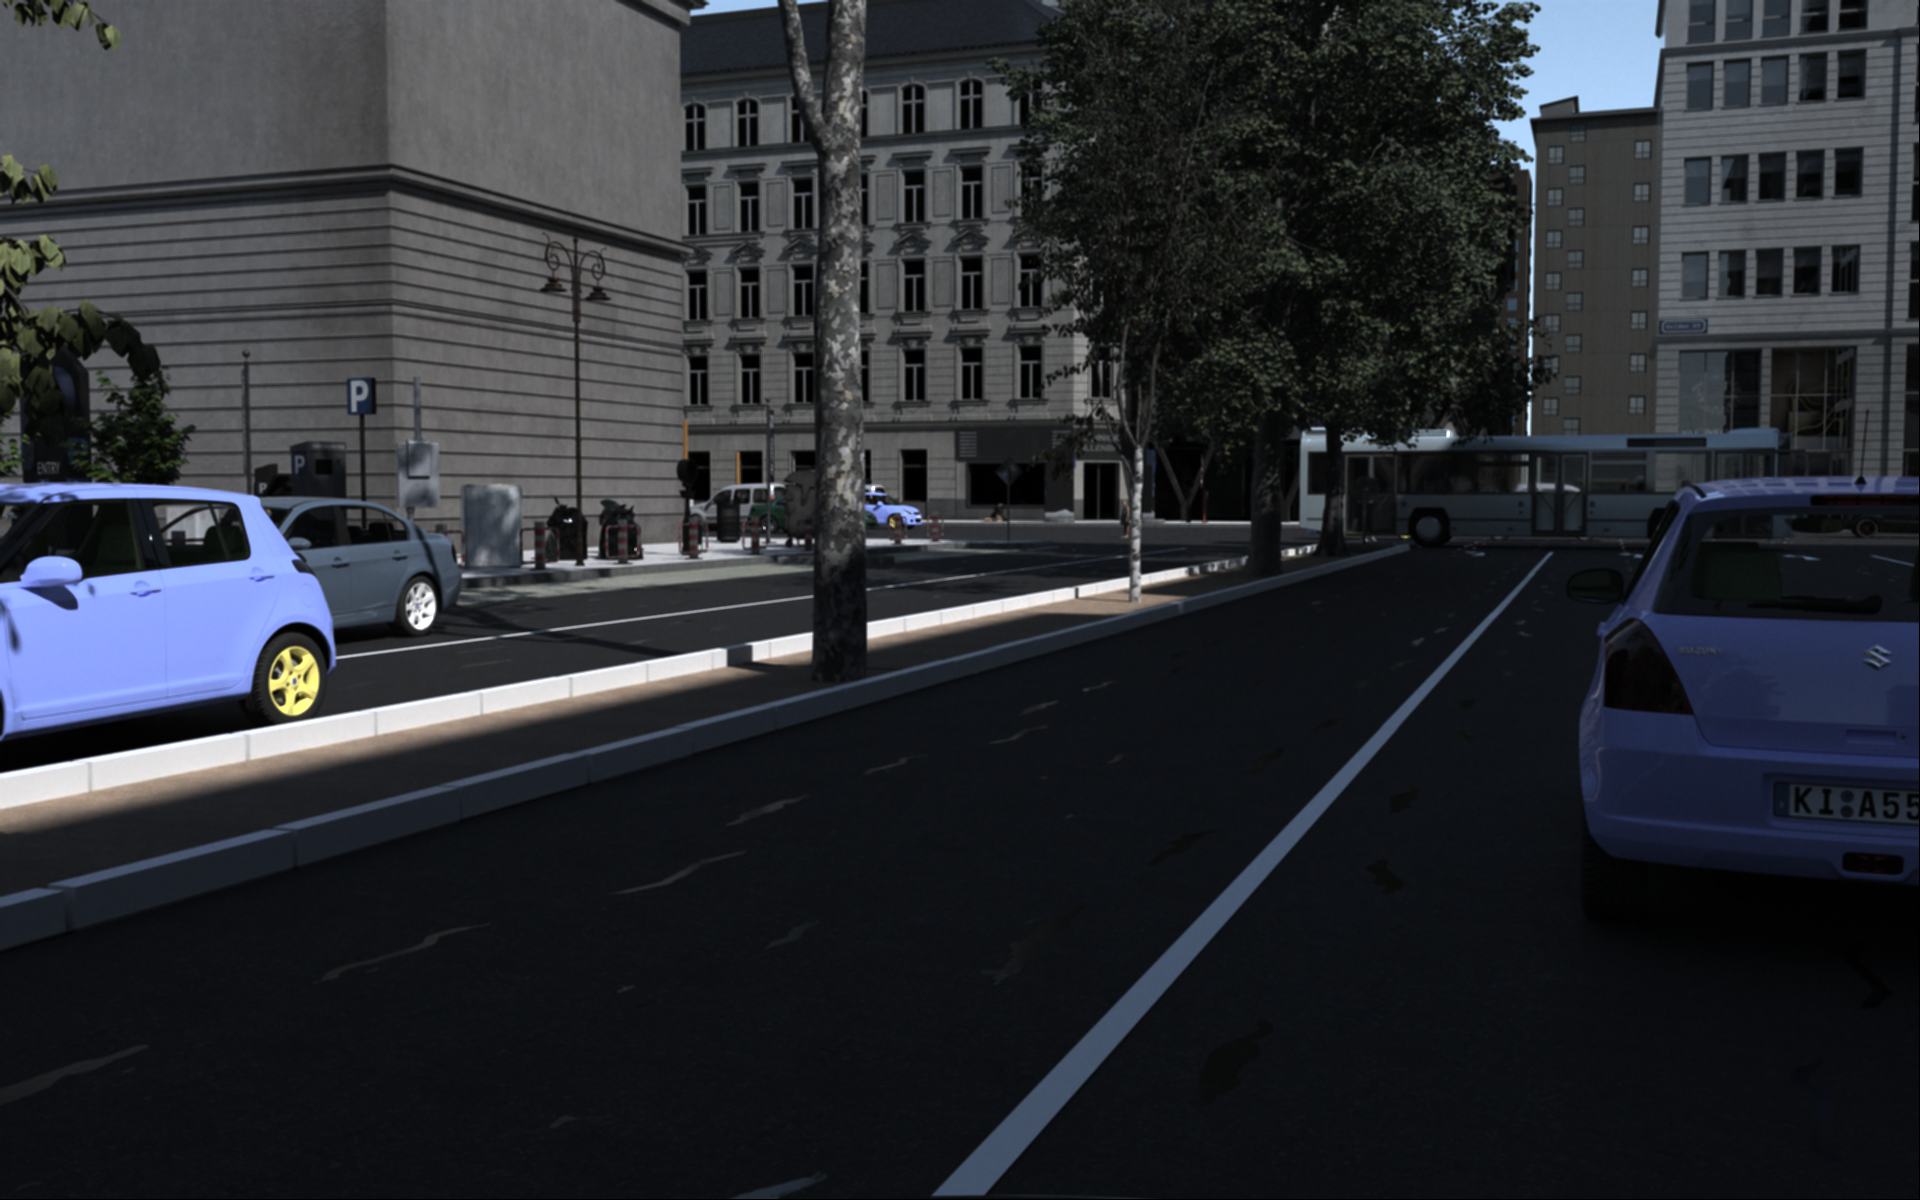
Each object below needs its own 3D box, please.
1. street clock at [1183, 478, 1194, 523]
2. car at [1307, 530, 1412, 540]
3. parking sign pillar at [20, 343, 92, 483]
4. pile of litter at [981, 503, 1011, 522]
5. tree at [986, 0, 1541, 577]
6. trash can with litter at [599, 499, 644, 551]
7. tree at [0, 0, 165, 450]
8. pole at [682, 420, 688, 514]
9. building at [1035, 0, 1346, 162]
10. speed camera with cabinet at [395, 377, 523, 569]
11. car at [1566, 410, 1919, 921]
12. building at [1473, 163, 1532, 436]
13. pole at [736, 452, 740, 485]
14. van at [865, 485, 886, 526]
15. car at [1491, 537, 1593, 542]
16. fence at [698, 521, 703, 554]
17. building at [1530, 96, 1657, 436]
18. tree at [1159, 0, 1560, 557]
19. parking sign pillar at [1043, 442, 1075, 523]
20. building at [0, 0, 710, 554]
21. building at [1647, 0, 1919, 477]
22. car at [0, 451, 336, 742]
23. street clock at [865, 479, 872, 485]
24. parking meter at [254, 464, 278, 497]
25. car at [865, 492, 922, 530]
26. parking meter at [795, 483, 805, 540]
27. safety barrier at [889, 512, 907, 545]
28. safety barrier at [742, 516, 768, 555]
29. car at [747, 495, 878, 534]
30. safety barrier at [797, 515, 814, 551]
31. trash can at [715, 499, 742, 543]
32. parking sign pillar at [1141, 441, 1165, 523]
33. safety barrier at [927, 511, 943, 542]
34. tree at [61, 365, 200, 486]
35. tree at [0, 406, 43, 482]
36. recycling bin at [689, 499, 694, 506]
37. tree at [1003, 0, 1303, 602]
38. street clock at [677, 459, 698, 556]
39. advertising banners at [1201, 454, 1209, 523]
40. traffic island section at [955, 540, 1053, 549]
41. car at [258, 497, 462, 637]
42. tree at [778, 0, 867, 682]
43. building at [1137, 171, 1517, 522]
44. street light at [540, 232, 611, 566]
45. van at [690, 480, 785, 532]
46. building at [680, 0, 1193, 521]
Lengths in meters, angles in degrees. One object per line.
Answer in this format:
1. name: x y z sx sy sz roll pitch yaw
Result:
1. street clock: 10.242 -4.467 77.599 0.471 2.002 0.358 0 4 -2
2. car: 12.876 -2.764 54.790 3.694 1.707 1.945 1 4 20
3. parking sign pillar: -13.632 -2.303 26.124 1.447 3.967 1.447 3 4 37
4. pile of litter: 1.664 -4.109 81.140 1.176 0.858 1.719 -2 4 -27
5. tree: 5.279 -7.376 29.706 9.857 13.997 8.962 0 3 0
6. trash can with litter: -7.287 -1.593 37.439 1.055 1.170 0.624 2 4 31
7. tree: -3.990 -3.237 5.738 4.737 8.622 4.395 0 3 0
8. pole: -7.577 -3.288 47.610 0.158 3.312 0.155 0 3 0
9. building: 20.599 -34.567 154.414 28.713 52.752 27.495 1 4 20
10. speed camera with cabinet: -8.629 -2.171 29.839 2.038 3.252 0.660 -1 4 -23
11. car: 3.373 0.173 6.768 1.945 1.707 3.694 1 4 22
12. building: 69.481 -35.752 234.659 14.200 45.320 14.600 1 4 20
13. pole: -10.775 -5.515 84.012 0.158 3.312 0.155 0 3 0
14. van: -5.290 -4.258 76.632 4.112 2.044 2.013 1 4 20
15. car: 18.034 -2.498 53.421 3.894 1.354 1.945 1 4 20
16. fence: -5.741 -1.380 37.944 0.278 0.683 2.069 0 4 -4
17. building: 91.687 -39.455 234.334 27.495 52.752 28.713 1 4 20
18. tree: 8.613 -7.347 39.597 9.611 12.733 9.660 0 3 0
19. parking sign pillar: 4.497 -5.509 78.549 1.447 3.967 1.447 0 4 -5
20. building: -20.182 -12.364 43.948 24.055 21.916 13.314 1 4 20
21. building: 45.026 -18.032 72.313 29.804 29.767 11.434 1 4 20
22. car: -5.278 -0.002 9.631 1.945 1.707 3.694 1 4 21
23. street clock: -4.310 -4.707 81.526 0.358 2.002 0.471 1 4 8
24. parking meter: -13.494 -1.712 33.703 0.399 1.863 0.255 1 4 9
25. car: -3.398 -3.761 71.083 3.694 1.707 1.945 1 4 19
26. parking meter: -4.435 -2.646 48.965 0.399 1.863 0.255 -2 4 -34
27. safety barrier: -1.571 -1.807 43.826 0.300 0.817 1.120 1 4 20
28. safety barrier: -4.311 -1.357 36.466 0.300 0.817 1.120 1 4 20
29. car: -5.346 -3.135 63.051 4.920 1.459 2.131 1 4 21
30. safety barrier: -3.403 -1.507 38.918 0.300 0.817 1.120 1 4 20
31. trash can: -6.107 -2.080 45.667 0.748 1.137 0.748 0 3 0
32. parking sign pillar: 8.328 -5.378 76.400 1.447 3.967 1.447 1 4 13
33. safety barrier: -0.661 -1.958 46.285 0.300 0.817 1.120 1 4 20
34. tree: -10.855 -1.741 23.062 1.663 3.219 1.824 0 3 0
35. tree: -11.769 -1.548 19.911 1.663 3.219 1.824 0 3 0
36. recycling bin: -21.131 -7.522 135.534 0.722 1.027 0.722 0 4 5
37. tree: 2.372 -4.279 22.777 4.360 8.622 3.978 0 3 0
38. street clock: -5.682 -1.932 36.158 0.358 2.002 0.471 2 4 24
39. advertising banners: 10.865 -4.943 77.009 0.090 3.025 2.074 1 4 17
40. traffic island section: 1.286 -1.498 46.768 2.009 0.180 2.903 1 4 20
41. car: -6.642 -0.274 16.480 2.014 1.417 4.499 1 4 20
42. tree: -1.766 -9.514 13.904 12.611 20.169 13.585 0 3 0
43. building: 18.583 -13.332 85.425 16.811 18.784 16.820 1 4 20
44. street light: -6.799 -3.548 30.802 0.468 5.910 1.993 1 4 20
45. van: -8.697 -3.672 67.042 4.112 2.044 2.013 1 4 19
46. building: -9.840 -19.550 96.054 44.131 29.872 17.030 1 4 20
